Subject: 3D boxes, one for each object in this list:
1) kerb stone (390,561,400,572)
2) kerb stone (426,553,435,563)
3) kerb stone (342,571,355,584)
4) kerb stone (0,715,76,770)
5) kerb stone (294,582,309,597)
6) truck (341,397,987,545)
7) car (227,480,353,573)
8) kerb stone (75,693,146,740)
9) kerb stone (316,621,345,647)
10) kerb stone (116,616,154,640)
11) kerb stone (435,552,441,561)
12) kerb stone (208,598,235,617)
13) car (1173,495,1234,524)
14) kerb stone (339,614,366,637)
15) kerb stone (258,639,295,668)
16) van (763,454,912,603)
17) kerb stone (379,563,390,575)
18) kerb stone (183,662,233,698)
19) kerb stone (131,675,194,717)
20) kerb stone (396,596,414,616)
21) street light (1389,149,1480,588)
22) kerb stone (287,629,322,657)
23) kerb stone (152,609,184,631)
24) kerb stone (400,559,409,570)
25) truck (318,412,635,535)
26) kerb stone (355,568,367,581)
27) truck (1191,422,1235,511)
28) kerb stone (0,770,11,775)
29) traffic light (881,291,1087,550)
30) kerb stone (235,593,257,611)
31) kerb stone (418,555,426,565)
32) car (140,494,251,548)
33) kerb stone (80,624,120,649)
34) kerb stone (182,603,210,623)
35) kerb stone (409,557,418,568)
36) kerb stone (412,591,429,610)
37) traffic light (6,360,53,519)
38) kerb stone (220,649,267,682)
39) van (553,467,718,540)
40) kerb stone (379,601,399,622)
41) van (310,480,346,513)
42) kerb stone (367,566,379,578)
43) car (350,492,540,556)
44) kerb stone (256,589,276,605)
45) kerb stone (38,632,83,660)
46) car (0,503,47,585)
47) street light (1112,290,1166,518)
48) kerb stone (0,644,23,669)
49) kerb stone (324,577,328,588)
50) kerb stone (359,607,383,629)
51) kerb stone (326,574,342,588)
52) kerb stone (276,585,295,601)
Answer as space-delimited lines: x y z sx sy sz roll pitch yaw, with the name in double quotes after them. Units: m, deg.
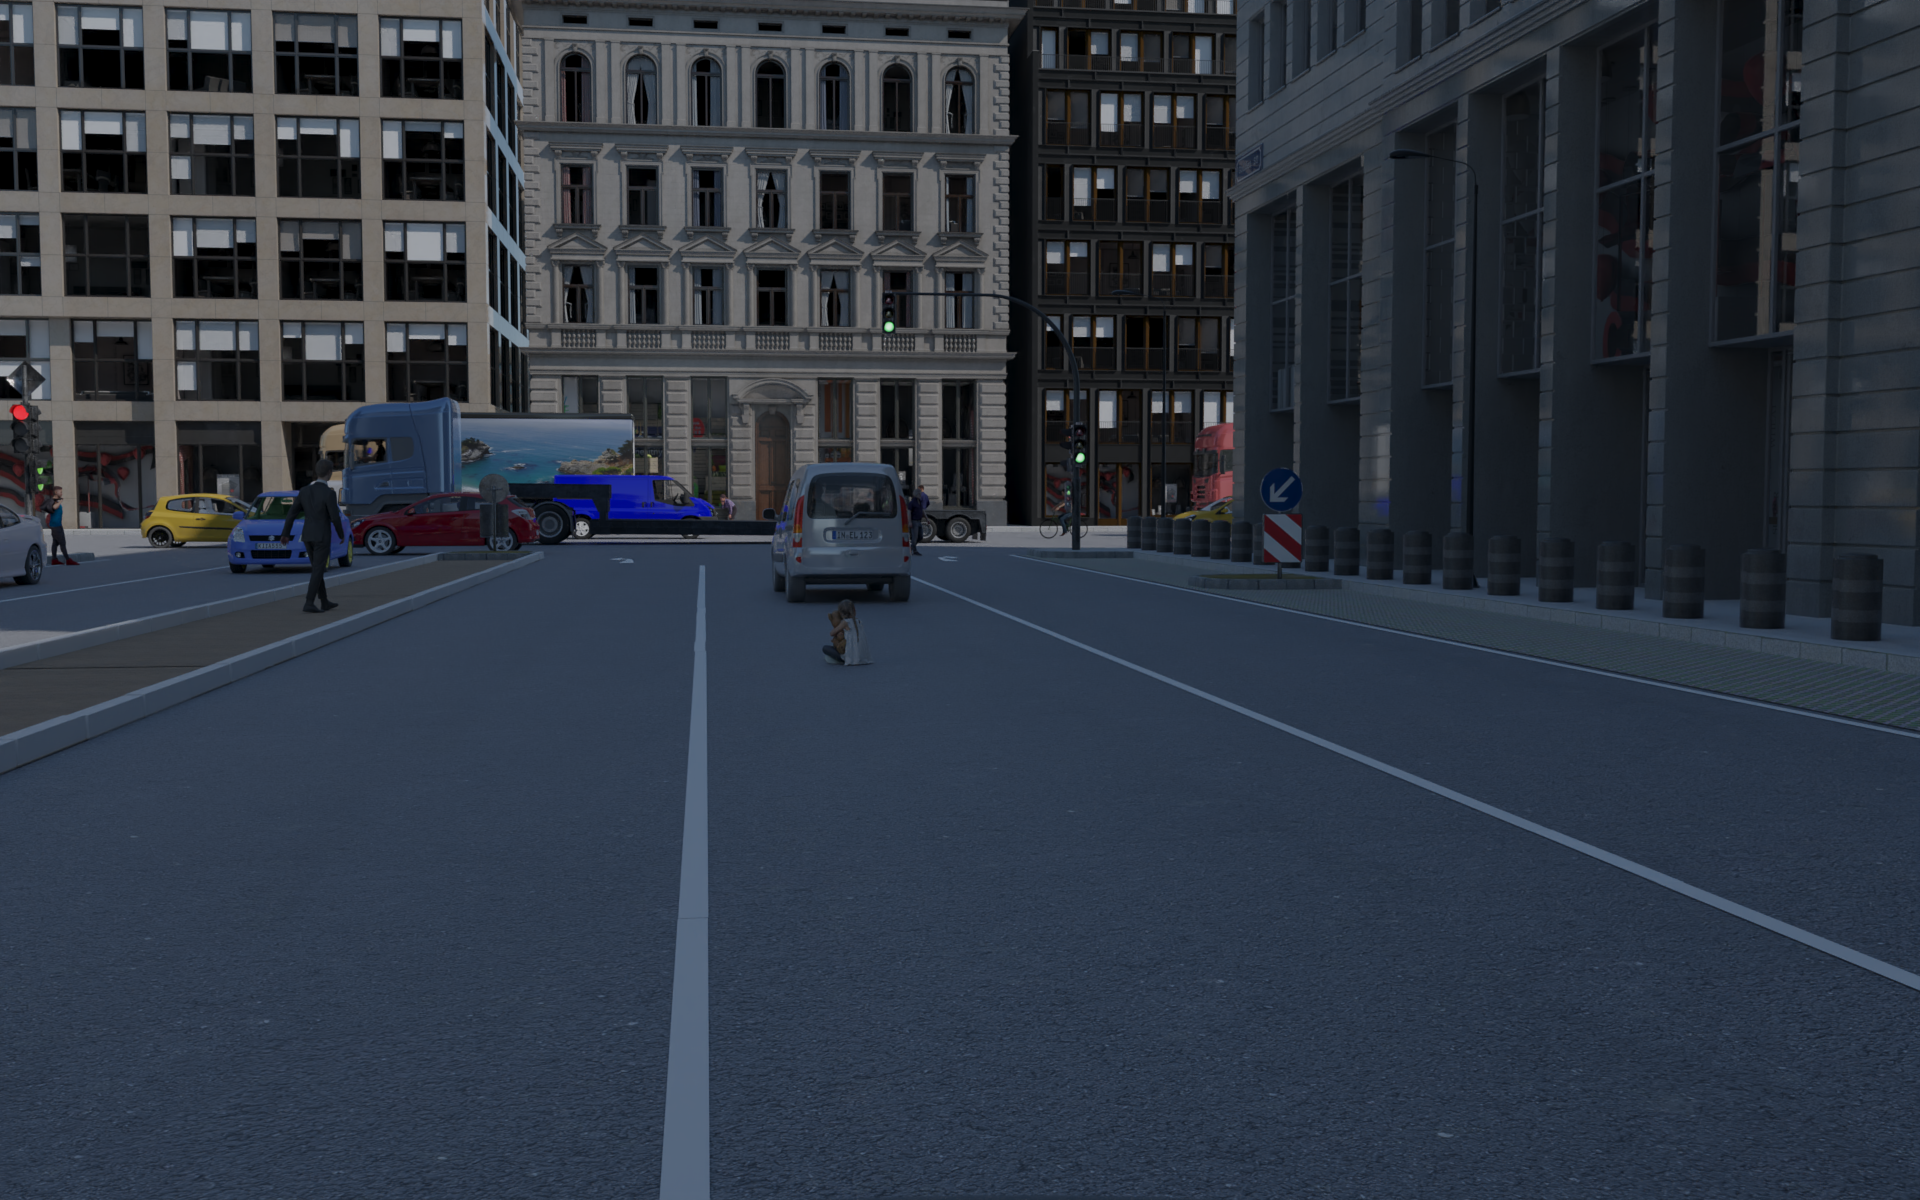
-10.436 -0.578 31.641 0.120 0.150 1.000 -1 4 -8 "kerb stone"
-11.028 -0.827 35.711 0.120 0.150 1.000 -1 4 -8 "kerb stone"
-9.832 -0.329 27.575 0.120 0.150 1.000 -1 4 -8 "kerb stone"
-5.067 0.773 9.555 0.120 0.150 1.000 -1 4 -8 "kerb stone"
-9.385 -0.143 24.529 0.120 0.150 1.000 -1 4 -8 "kerb stone"
-8.653 -3.689 50.066 18.799 4.110 2.967 -1 4 -10 "truck"
-12.606 -1.413 32.691 1.945 1.707 3.694 -1 4 -10 "car"
-5.209 0.715 10.575 0.120 0.150 1.000 -1 4 -8 "kerb stone"
-6.108 0.340 16.666 0.120 0.150 1.000 -1 4 -8 "kerb stone"
-8.337 0.295 17.377 0.120 0.150 1.000 -1 4 -8 "kerb stone"
-11.191 -0.888 36.724 0.120 0.150 1.000 -1 4 -8 "kerb stone"
-8.787 0.108 20.448 0.120 0.150 1.000 -1 4 -8 "kerb stone"
8.182 -2.523 51.474 3.980 1.641 2.015 -1 4 -9 "car"
-6.257 0.277 17.688 0.120 0.150 1.000 -1 4 -8 "kerb stone"
-5.817 0.466 14.632 0.120 0.150 1.000 -1 4 -8 "kerb stone"
-1.728 -1.060 24.345 2.013 2.044 4.112 -1 4 -10 "van"
-10.287 -0.516 30.626 0.120 0.150 1.000 -1 4 -8 "kerb stone"
-5.512 0.590 12.603 0.120 0.150 1.000 -1 4 -8 "kerb stone"
-5.357 0.649 11.589 0.120 0.150 1.000 -1 4 -8 "kerb stone"
-6.717 0.089 20.740 0.120 0.150 1.000 -1 4 -8 "kerb stone"
6.465 -3.121 23.570 1.470 5.913 1.316 -1 4 -8 "street light"
-5.958 0.400 15.652 0.120 0.150 1.000 -1 4 -8 "kerb stone"
-8.486 0.233 18.392 0.120 0.150 1.000 -1 4 -8 "kerb stone"
-10.586 -0.640 32.655 0.120 0.150 1.000 -1 4 -8 "kerb stone"
-17.058 -4.372 60.396 11.283 4.237 2.839 -1 4 -10 "truck"
-9.986 -0.392 28.597 0.120 0.150 1.000 -1 4 -8 "kerb stone"
12.973 -4.306 59.323 11.283 4.237 2.839 -1 4 -10 "truck"
-4.914 0.835 8.538 0.120 0.150 1.000 -1 4 -8 "kerb stone"
0.579 -3.949 39.228 4.771 5.953 1.251 -1 4 -8 "traffic light"
-8.936 0.047 21.466 0.120 0.150 1.000 -1 4 -8 "kerb stone"
-10.887 -0.764 34.695 0.120 0.150 1.000 -1 4 -8 "kerb stone"
-19.863 -2.229 46.665 3.980 1.641 2.015 -1 4 -9 "car"
-8.190 0.359 16.355 0.120 0.150 1.000 -1 4 -8 "kerb stone"
-8.643 0.170 19.414 0.120 0.150 1.000 -1 4 -8 "kerb stone"
-10.738 -0.697 33.681 0.120 0.150 1.000 -1 4 -8 "kerb stone"
-6.853 0.026 21.766 0.120 0.150 1.000 -1 4 -8 "kerb stone"
-19.585 -2.904 36.397 0.839 4.253 0.868 -1 4 -8 "traffic light"
-5.657 0.525 13.618 0.120 0.150 1.000 -1 4 -8 "kerb stone"
-10.408 -3.130 55.555 5.245 2.365 2.240 0 4 -7 "van"
-6.564 0.151 19.720 0.120 0.150 1.000 -1 4 -8 "kerb stone"
-17.914 -2.827 53.241 4.112 2.044 2.013 0 4 -7 "van"
-10.140 -0.454 29.611 0.120 0.150 1.000 -1 4 -8 "kerb stone"
-12.318 -1.969 41.238 4.494 1.783 2.155 -1 4 -9 "car"
-9.092 -0.017 22.480 0.120 0.150 1.000 -1 4 -8 "kerb stone"
-8.031 0.419 15.342 0.120 0.150 1.000 -1 4 -8 "kerb stone"
-15.354 -0.831 25.947 2.083 1.381 4.827 0 4 -8 "car"
4.140 -4.105 39.659 1.470 5.913 1.316 -1 4 -8 "street light"
-7.885 0.481 14.324 0.120 0.150 1.000 -1 4 -8 "kerb stone"
-9.538 -0.200 25.544 0.120 0.150 1.000 -1 4 -8 "kerb stone"
-6.411 0.214 18.702 0.120 0.150 1.000 -1 4 -8 "kerb stone"
-9.689 -0.267 26.559 0.120 0.150 1.000 -1 4 -8 "kerb stone"
-9.238 -0.078 23.506 0.120 0.150 1.000 -1 4 -8 "kerb stone"
